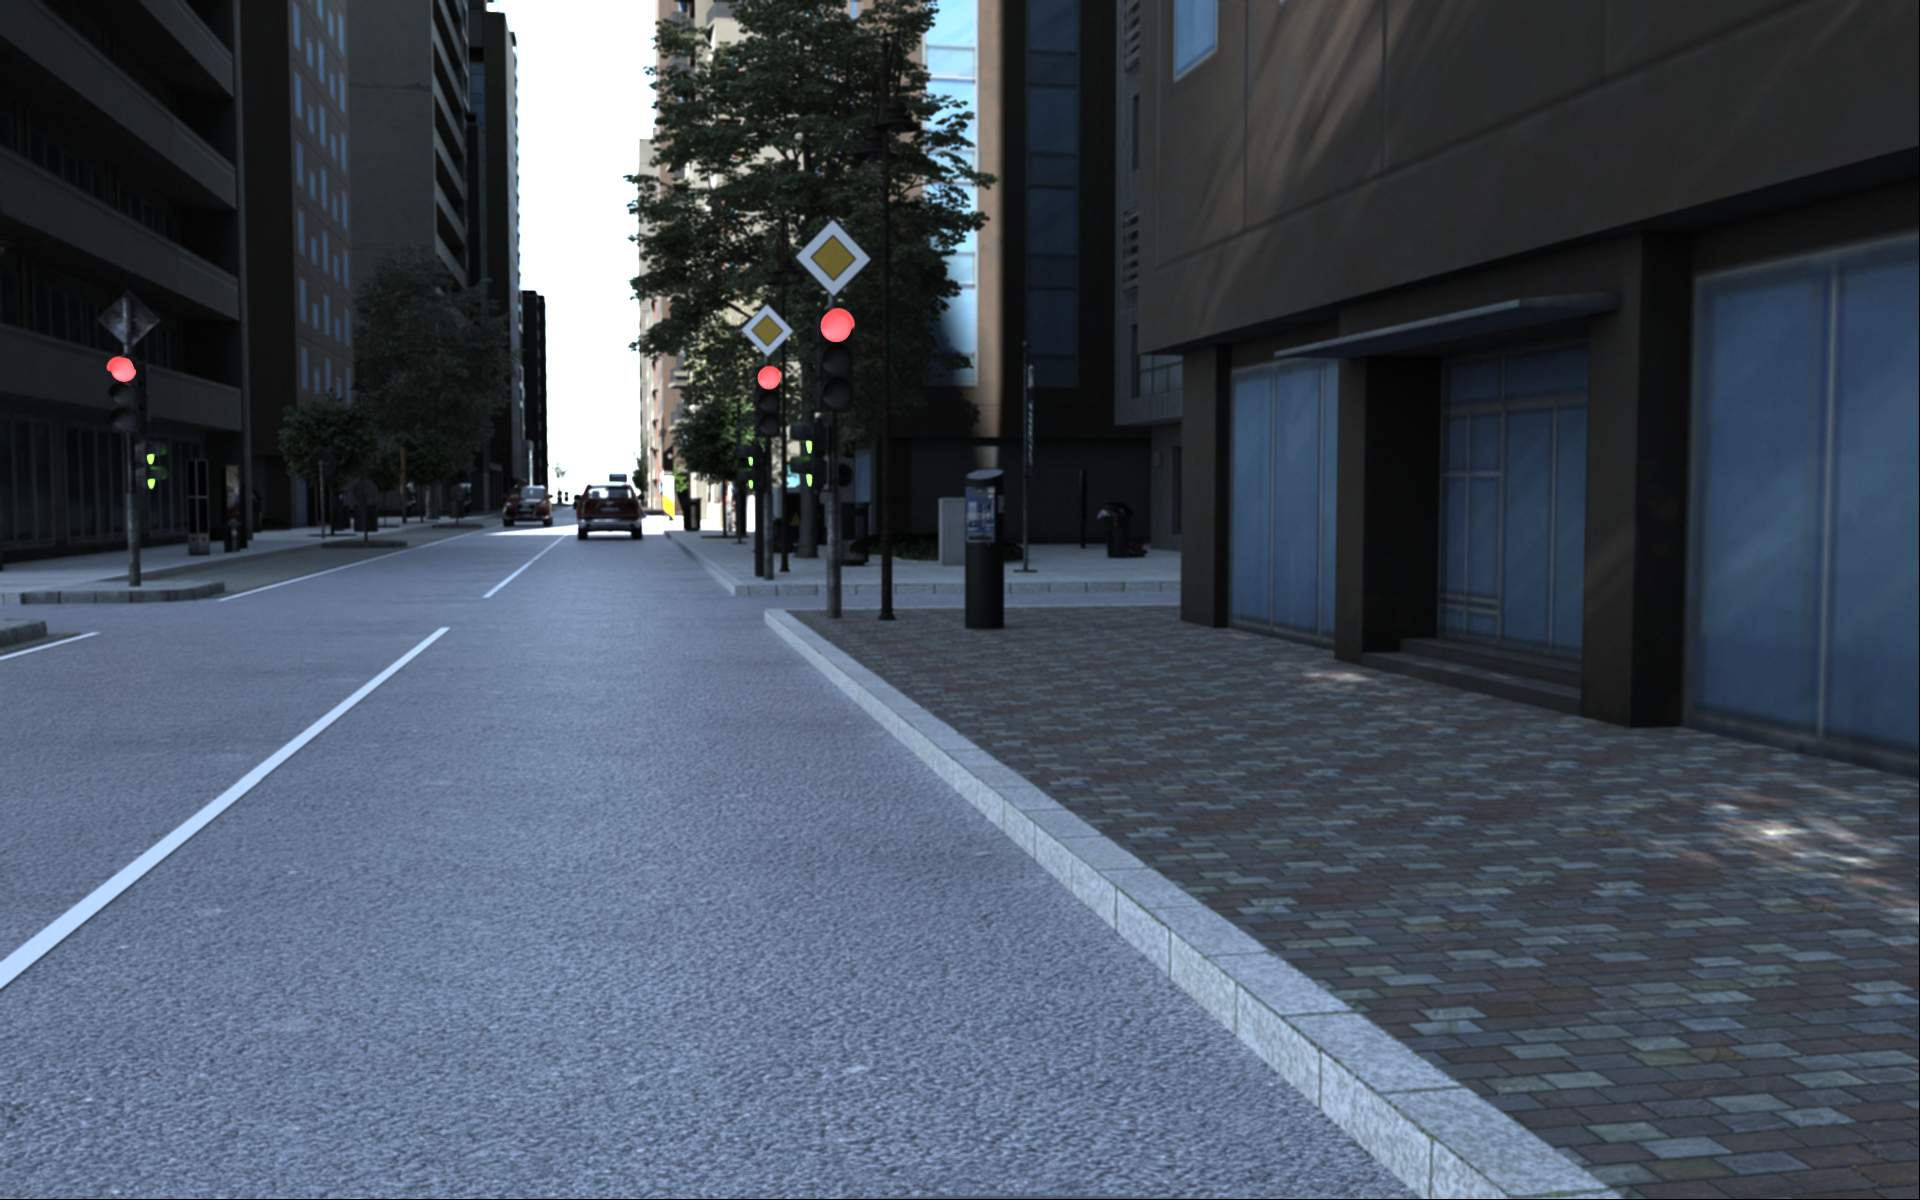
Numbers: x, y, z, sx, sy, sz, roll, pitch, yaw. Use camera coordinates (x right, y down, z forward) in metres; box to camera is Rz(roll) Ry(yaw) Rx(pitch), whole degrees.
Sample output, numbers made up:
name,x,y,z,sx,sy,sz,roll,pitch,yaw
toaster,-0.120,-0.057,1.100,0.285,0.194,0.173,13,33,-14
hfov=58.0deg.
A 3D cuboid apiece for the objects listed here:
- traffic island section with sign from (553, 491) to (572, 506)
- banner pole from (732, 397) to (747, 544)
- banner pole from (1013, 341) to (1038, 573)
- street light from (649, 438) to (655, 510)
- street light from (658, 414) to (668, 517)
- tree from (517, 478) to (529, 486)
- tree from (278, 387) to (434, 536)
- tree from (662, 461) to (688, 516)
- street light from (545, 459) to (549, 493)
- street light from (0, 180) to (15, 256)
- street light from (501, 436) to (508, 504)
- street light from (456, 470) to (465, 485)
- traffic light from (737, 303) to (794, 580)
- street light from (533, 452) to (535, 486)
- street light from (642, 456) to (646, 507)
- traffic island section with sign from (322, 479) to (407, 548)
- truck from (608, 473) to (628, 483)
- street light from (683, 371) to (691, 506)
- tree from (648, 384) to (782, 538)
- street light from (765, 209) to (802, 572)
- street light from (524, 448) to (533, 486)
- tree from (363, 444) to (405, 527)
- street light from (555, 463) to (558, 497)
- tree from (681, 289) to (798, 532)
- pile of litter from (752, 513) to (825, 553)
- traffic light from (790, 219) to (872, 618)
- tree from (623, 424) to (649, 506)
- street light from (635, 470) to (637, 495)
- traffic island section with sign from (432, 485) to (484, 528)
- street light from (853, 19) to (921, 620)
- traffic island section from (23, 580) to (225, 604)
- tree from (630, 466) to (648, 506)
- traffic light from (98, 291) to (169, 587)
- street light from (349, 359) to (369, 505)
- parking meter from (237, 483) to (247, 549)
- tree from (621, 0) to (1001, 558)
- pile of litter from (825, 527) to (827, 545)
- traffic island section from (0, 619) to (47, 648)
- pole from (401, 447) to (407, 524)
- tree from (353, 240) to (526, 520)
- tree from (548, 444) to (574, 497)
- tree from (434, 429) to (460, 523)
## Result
name,x,y,z,sx,sy,sz,roll,pitch,yaw
traffic island section with sign,-46.878,-11.905,203.272,1.989,1.847,2.006,-1,4,-11
banner pole,-5.750,-3.360,44.955,0.401,3.779,0.863,-1,4,-12
banner pole,1.112,-2.331,28.130,0.401,3.779,0.863,-1,4,-9
street light,-24.667,-10.153,138.789,0.468,5.910,1.993,-1,4,-11
street light,-17.876,-8.035,104.160,0.468,5.910,1.993,-1,4,-11
tree,-44.104,-10.923,173.199,1.663,3.219,1.824,0,3,0
tree,-19.370,-4.251,53.215,4.285,4.588,4.351,0,3,0
tree,-16.731,-6.508,101.008,1.663,3.219,1.824,0,3,0
street light,-51.251,-14.823,215.140,0.468,5.910,1.993,-1,4,-11
street light,-13.542,-3.132,23.996,0.468,5.910,1.993,-1,4,-11
street light,-35.277,-9.866,134.101,0.468,5.910,1.993,-1,4,-11
street light,-28.354,-7.716,98.940,0.468,5.910,1.993,-1,4,-11
traffic light,-2.869,-2.249,25.689,0.839,4.253,0.868,-1,4,-11
street light,-44.439,-12.705,180.520,0.468,5.910,1.993,-1,4,-11
street light,-31.631,-12.273,173.457,0.468,5.910,1.993,-1,4,-11
traffic island section with sign,-15.920,-2.311,46.409,1.989,1.847,2.006,-1,4,-11
truck,-42.423,-13.759,214.725,2.967,4.110,18.799,-1,4,-11
street light,-10.002,-5.576,63.959,0.468,5.910,1.993,-1,4,-11
tree,-6.872,-4.123,51.117,4.285,4.588,4.351,0,3,0
street light,-2.897,-3.405,28.457,0.468,5.910,1.993,-1,4,-11
street light,-42.134,-11.983,168.712,0.468,5.910,1.993,-1,4,-11
tree,-22.263,-4.444,67.254,1.663,3.219,1.824,0,3,0
street light,-58.218,-16.968,250.208,0.468,5.910,1.993,-1,4,-11
tree,-7.666,-6.644,58.997,4.737,8.622,4.395,0,3,0
pile of litter,-3.936,-1.487,38.277,1.176,0.858,1.719,-2,4,-30
traffic light,-1.323,-1.770,17.855,0.839,4.253,0.868,-1,4,-11
tree,-32.960,-14.132,181.415,4.360,8.622,3.978,0,3,0
street light,-40.944,-15.162,220.689,0.468,5.910,1.993,-1,4,-11
traffic island section with sign,-21.159,-3.938,73.007,1.989,1.847,2.006,-1,4,-11
street light,-0.745,-2.735,17.506,0.468,5.910,1.993,-1,4,-11
traffic island section,-11.504,-0.112,24.110,2.009,0.180,2.903,-1,4,-11
tree,-34.477,-12.584,189.463,4.285,4.588,4.351,0,3,0
traffic light,-11.462,-2.145,23.984,0.839,4.253,0.868,-1,4,-11
street light,-20.539,-5.294,59.345,0.468,5.910,1.993,-1,4,-11
parking meter,-17.035,-1.985,40.870,0.372,1.533,0.369,0,3,0
tree,-3.097,-7.147,34.976,7.486,12.596,7.792,0,3,0
pile of litter,-3.853,-1.820,43.721,1.719,0.858,1.176,-1,4,-15
traffic island section,-9.958,0.367,16.276,2.009,0.180,2.903,-1,4,-11
pole,-24.209,-4.987,75.382,0.158,3.312,0.155,0,3,0
tree,-26.630,-11.029,86.973,9.857,13.997,8.962,0,3,0
tree,-58.673,-18.560,253.812,4.360,8.622,3.978,0,3,0
tree,-24.293,-5.764,77.962,4.285,4.588,4.351,0,3,0
